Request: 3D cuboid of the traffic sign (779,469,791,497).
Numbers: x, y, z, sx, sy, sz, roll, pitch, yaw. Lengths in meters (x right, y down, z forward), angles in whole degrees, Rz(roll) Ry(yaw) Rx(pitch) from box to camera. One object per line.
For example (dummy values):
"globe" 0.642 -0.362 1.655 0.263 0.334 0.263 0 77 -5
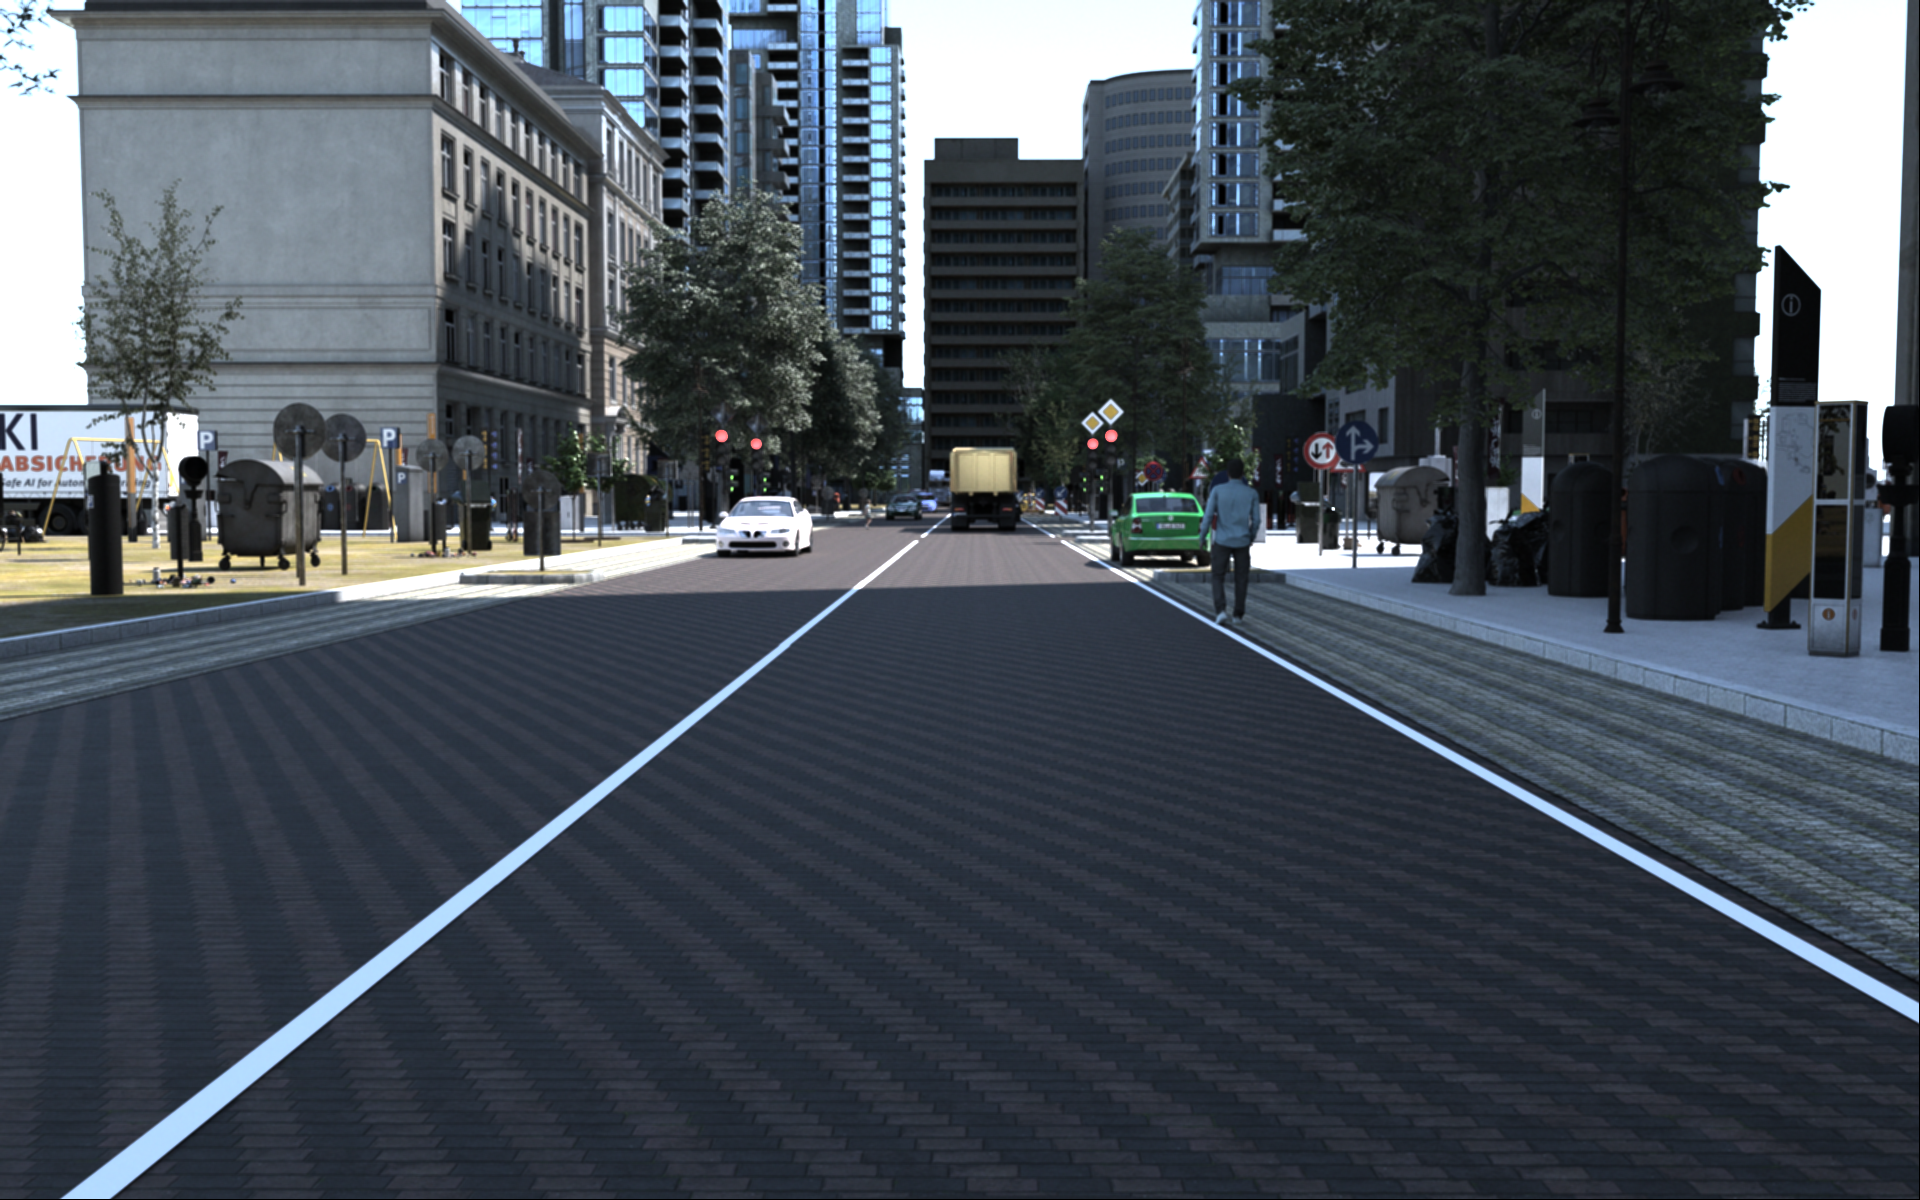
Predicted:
"traffic sign" -9.114 -5.470 89.544 0.768 2.556 0.104 0 4 5

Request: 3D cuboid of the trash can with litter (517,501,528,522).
"trash can with litter" -19.841 -4.158 79.365 0.624 1.170 1.055 2 4 27

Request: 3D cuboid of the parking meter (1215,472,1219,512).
"parking meter" 6.857 -2.462 45.959 0.255 1.863 0.399 1 4 13

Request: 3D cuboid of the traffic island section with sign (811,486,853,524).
"traffic island section with sign" -6.356 -4.596 83.765 1.989 1.847 2.006 0 4 1

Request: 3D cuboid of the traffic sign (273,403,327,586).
"traffic sign" -9.229 -1.475 24.229 0.768 2.556 0.104 0 4 4

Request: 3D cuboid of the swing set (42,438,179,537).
"swing set" -24.052 -3.184 49.674 2.862 2.851 3.119 2 4 26

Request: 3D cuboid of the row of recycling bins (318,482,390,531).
"row of recycling bins" -21.815 -3.328 61.520 3.534 1.692 1.069 1 4 18

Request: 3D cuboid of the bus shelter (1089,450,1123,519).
"bus shelter" 7.401 -6.026 89.802 1.731 3.624 6.357 0 4 1

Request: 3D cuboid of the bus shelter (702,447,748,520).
"bus shelter" -11.808 -5.887 87.529 1.731 3.624 6.357 0 4 1

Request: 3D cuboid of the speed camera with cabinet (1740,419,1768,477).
"speed camera with cabinet" 20.330 -3.103 45.071 2.038 3.252 0.660 -3 5 -44

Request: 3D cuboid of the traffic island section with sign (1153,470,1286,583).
"traffic island section with sign" 4.236 -1.224 28.642 1.989 1.847 2.006 0 4 1

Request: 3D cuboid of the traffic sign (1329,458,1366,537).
"traffic sign" 9.422 -2.576 42.123 0.884 2.594 0.081 0 4 5

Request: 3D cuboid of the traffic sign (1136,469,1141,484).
"traffic sign" 9.035 -5.431 88.896 0.768 2.556 0.104 1 4 8

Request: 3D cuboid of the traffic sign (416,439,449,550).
"traffic sign" -12.191 -2.441 40.011 0.768 2.556 0.104 0 4 4

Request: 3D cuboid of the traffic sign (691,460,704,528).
"traffic sign" -10.115 -4.002 65.436 0.884 2.594 0.081 0 4 2

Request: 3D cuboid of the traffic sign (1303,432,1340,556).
"traffic sign" 7.446 -2.176 35.676 0.768 2.556 0.104 0 4 7

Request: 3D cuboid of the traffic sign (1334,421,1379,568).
"traffic sign" 6.875 -1.835 30.110 0.768 2.556 0.104 0 4 1

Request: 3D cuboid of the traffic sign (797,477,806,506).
"traffic sign" -11.637 -7.755 126.804 0.884 2.594 0.081 0 4 1

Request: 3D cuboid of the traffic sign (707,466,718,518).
"traffic sign" -11.211 -4.836 79.167 0.768 2.556 0.104 1 4 9

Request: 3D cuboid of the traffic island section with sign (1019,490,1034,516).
"traffic island section with sign" 5.010 -6.300 111.637 1.989 1.847 2.006 0 4 1

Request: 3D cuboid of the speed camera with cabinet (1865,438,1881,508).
"speed camera with cabinet" 31.140 -4.075 60.963 2.038 3.252 0.660 2 4 27

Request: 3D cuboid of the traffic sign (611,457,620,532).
"traffic sign" -11.812 -3.599 58.950 0.768 2.556 0.104 0 4 6

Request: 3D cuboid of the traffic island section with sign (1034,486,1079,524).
"traffic island section with sign" 4.766 -4.625 84.249 1.989 1.847 2.006 0 4 1

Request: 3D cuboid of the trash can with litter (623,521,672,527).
"trash can with litter" -12.316 -3.475 67.878 2.233 1.210 1.678 -2 4 -26

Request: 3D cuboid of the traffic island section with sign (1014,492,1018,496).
"traffic island section with sign" 5.738 -10.969 187.971 1.989 1.847 2.006 0 4 1

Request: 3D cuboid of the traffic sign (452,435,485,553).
"traffic sign" -10.639 -2.286 37.488 0.768 2.556 0.104 1 4 9

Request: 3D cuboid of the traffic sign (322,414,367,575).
"traffic sign" -9.792 -1.674 27.482 0.768 2.556 0.104 0 4 3

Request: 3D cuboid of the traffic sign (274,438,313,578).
"traffic sign" -10.147 -1.616 26.522 0.768 2.556 0.104 0 4 7

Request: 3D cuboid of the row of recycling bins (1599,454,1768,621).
"row of recycling bins" 8.062 -0.725 18.964 1.069 1.692 3.534 2 4 35

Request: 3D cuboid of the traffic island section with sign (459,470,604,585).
"traffic island section with sign" -6.887 -1.196 28.177 1.989 1.847 2.006 0 4 1

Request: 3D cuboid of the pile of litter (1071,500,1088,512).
"pile of litter" 8.343 -6.645 122.618 1.719 0.858 1.176 0 4 3

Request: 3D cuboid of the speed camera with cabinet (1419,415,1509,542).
"speed camera with cabinet" 12.178 -2.908 41.876 2.038 3.252 0.660 0 4 2

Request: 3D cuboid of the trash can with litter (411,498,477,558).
"trash can with litter" -10.488 -1.509 35.727 1.678 1.210 2.233 0 4 6

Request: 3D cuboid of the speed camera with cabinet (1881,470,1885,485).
"speed camera with cabinet" 60.378 -7.362 114.706 0.660 3.252 2.038 -2 4 -23

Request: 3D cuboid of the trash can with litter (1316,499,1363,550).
"trash can with litter" 8.738 -1.742 39.862 1.055 1.170 0.624 2 4 28

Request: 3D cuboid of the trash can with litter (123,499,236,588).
"trash can with litter" -11.159 -0.822 24.493 1.678 1.210 2.233 -1 4 -23

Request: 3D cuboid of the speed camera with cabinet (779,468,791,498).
"speed camera with cabinet" -13.032 -8.008 125.260 0.660 3.252 2.038 2 4 32

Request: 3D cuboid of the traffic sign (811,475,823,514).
"traffic sign" -9.041 -6.689 109.468 0.768 2.556 0.104 1 4 9

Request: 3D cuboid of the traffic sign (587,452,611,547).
"traffic sign" -8.798 -2.453 42.230 0.606 2.300 0.079 0 4 5

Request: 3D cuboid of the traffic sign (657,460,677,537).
"traffic sign" -8.790 -3.050 51.996 0.606 2.300 0.079 1 4 10

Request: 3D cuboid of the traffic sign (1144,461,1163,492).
"traffic sign" 7.545 -4.128 67.600 0.768 2.556 0.104 1 4 9

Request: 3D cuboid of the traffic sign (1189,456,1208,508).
"traffic sign" 8.336 -3.656 59.772 0.884 2.594 0.081 1 4 10

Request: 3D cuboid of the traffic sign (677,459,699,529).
"traffic sign" -10.000 -3.904 63.830 0.884 2.594 0.081 0 4 4

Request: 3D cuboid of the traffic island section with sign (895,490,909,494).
"traffic island section with sign" -5.629 -9.355 161.576 1.989 1.847 2.006 0 4 1

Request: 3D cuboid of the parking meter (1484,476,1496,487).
"parking meter" 15.702 -2.791 51.351 0.255 1.863 0.399 0 4 -4

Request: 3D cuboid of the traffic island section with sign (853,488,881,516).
"traffic island section with sign" -6.110 -6.253 110.860 1.989 1.847 2.006 0 4 1

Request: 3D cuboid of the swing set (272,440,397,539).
"swing set" -18.010 -3.148 49.093 3.119 2.851 2.862 -3 4 -37

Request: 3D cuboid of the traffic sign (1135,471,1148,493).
"traffic sign" 8.858 -5.086 84.348 0.795 2.450 0.064 0 4 6

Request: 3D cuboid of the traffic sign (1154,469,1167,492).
"traffic sign" 9.402 -5.012 82.051 0.768 2.556 0.104 0 4 7

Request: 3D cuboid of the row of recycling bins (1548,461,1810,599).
"row of recycling bins" 9.207 -0.885 21.581 3.534 1.692 1.069 0 4 8

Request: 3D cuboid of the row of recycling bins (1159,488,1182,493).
"row of recycling bins" 14.990 -7.333 127.007 3.534 1.692 1.069 2 4 25

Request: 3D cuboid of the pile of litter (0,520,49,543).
"pile of litter" -25.034 -1.941 45.696 1.719 0.858 1.176 -1 4 -22
